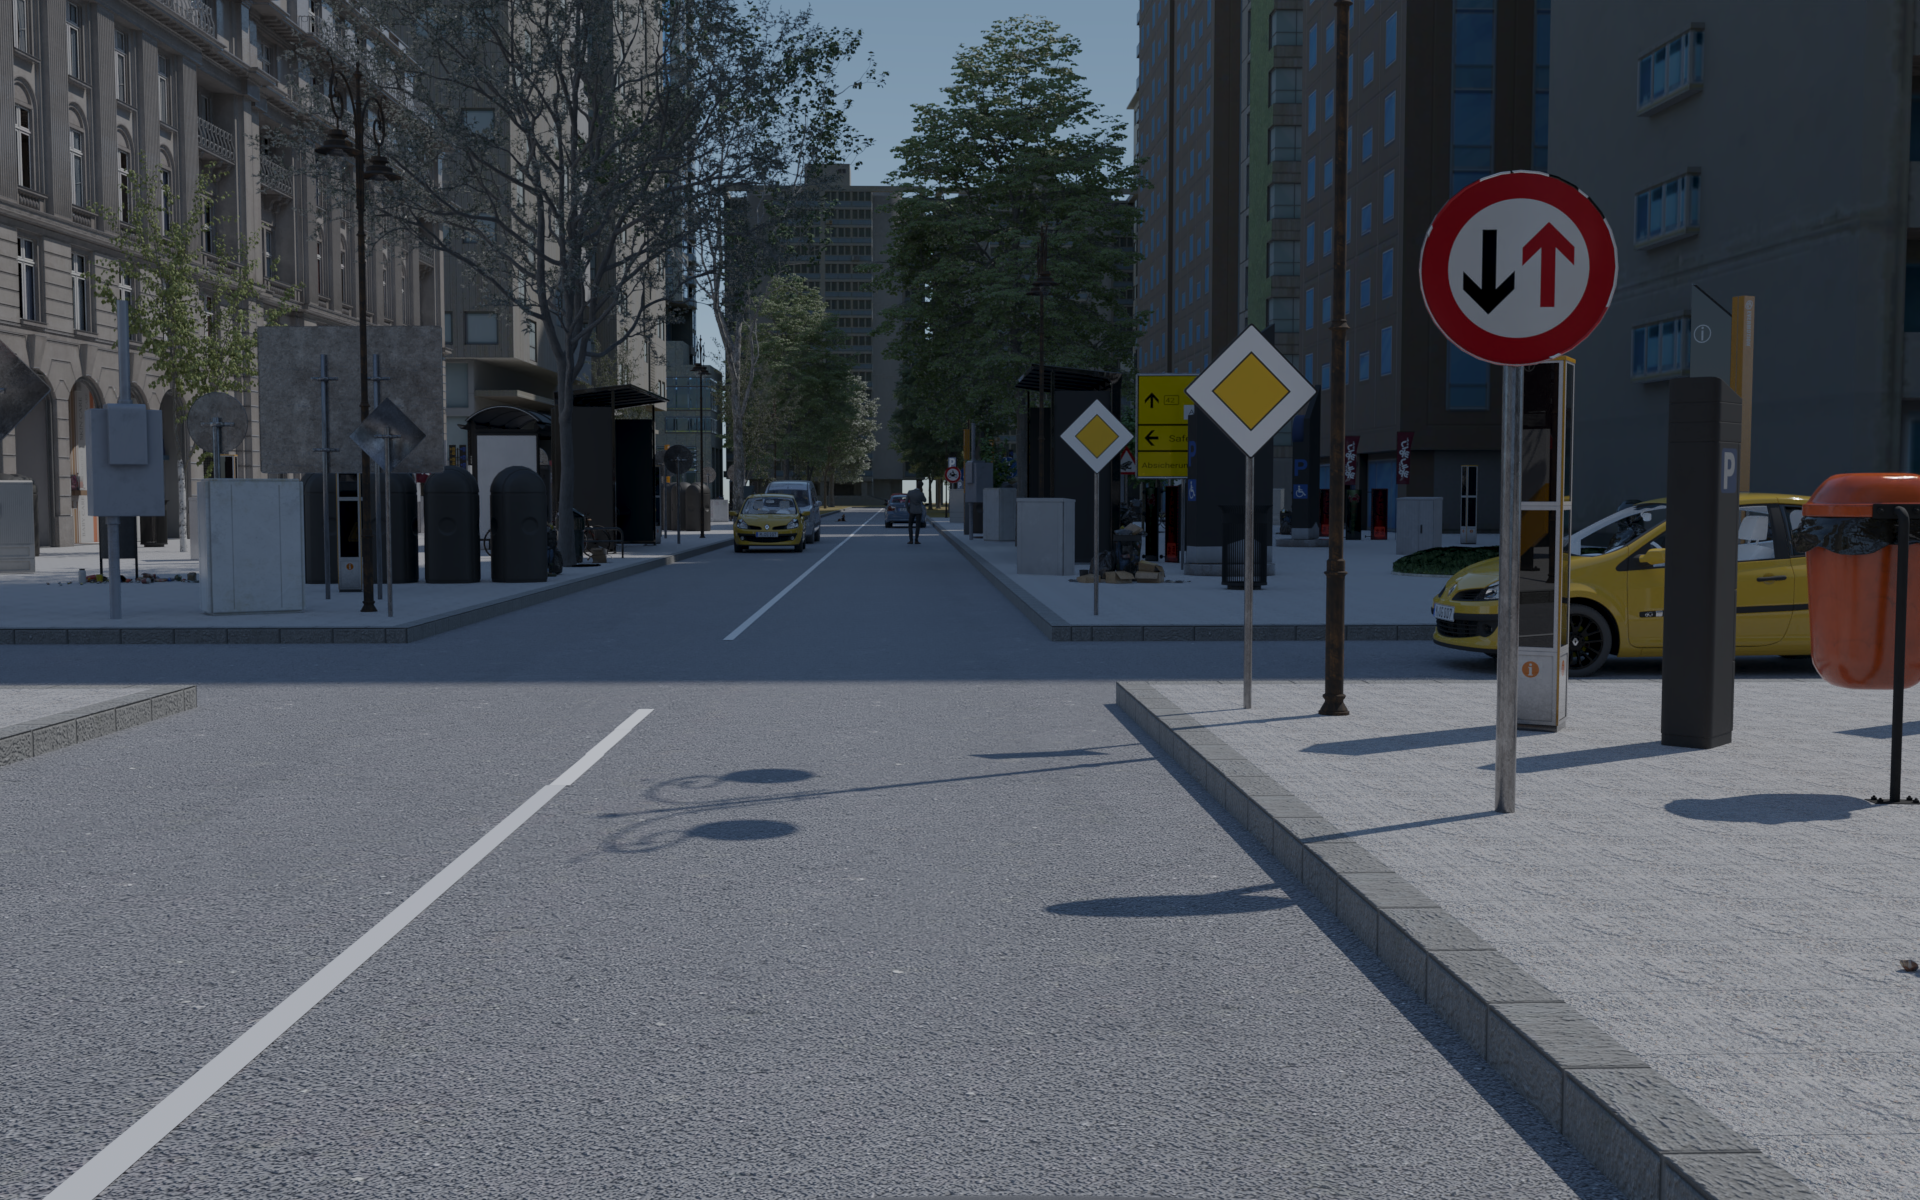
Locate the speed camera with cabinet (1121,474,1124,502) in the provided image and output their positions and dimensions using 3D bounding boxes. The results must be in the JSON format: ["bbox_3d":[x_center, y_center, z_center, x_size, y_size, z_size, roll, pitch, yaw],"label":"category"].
[{"bbox_3d":[3.896,-3.312,48.488,0.660,3.252,2.038,-1,4,-21],"label":"speed camera with cabinet"}]

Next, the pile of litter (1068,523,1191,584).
[{"bbox_3d":[2.477,-0.687,25.196,1.719,0.858,1.176,1,4,21],"label":"pile of litter"}]

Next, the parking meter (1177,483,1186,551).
[{"bbox_3d":[5.065,-1.876,39.086,0.372,1.533,0.369,0,3,0],"label":"parking meter"}]

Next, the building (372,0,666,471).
[{"bbox_3d":[-38.602,-33.644,139.321,27.495,52.752,28.713,0,4,-2],"label":"building"}]

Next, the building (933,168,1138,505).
[{"bbox_3d":[8.423,-31.550,207.726,23.993,40.220,32.217,0,4,-2],"label":"building"}]

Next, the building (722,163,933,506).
[{"bbox_3d":[-15.773,-31.461,206.262,23.993,40.220,32.217,0,4,-2],"label":"building"}]

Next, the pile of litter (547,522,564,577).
[{"bbox_3d":[-6.792,-0.806,27.142,1.176,0.858,1.719,1,4,11],"label":"pile of litter"}]

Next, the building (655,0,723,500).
[{"bbox_3d":[-43.350,-54.142,197.894,31.000,86.520,22.319,0,4,-2],"label":"building"}]

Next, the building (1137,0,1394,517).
[{"bbox_3d":[19.957,-28.598,117.690,14.600,45.320,14.200,0,4,-2],"label":"building"}]

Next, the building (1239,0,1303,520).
[{"bbox_3d":[20.636,-24.466,83.610,14.154,41.232,14.086,0,4,-2],"label":"building"}]

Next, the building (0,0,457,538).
[{"bbox_3d":[-28.727,-13.735,66.359,13.314,21.916,24.055,0,4,-2],"label":"building"}]

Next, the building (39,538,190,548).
[{"bbox_3d":[-27.538,-12.268,42.376,13.314,21.916,24.055,0,4,-2],"label":"building"}]

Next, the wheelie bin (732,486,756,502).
[{"bbox_3d":[-8.396,-3.621,67.118,0.693,1.594,0.980,-3,5,-41],"label":"wheelie bin"}]

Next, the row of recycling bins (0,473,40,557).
[{"bbox_3d":[-19.126,-1.653,34.136,1.069,1.692,3.534,0,4,-7],"label":"row of recycling bins"}]

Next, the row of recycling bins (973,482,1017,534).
[{"bbox_3d":[1.694,-3.078,57.441,1.069,1.692,3.534,3,5,41],"label":"row of recycling bins"}]

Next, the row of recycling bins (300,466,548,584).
[{"bbox_3d":[-7.782,-1.102,25.130,3.534,1.692,1.069,0,4,-6],"label":"row of recycling bins"}]

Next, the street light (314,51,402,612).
[{"bbox_3d":[-6.447,-2.809,18.712,0.468,5.910,1.993,0,4,-2],"label":"street light"}]

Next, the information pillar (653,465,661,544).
[{"bbox_3d":[-7.890,-2.444,44.452,0.304,2.012,0.304,1,4,22],"label":"information pillar"}]

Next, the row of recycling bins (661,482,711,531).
[{"bbox_3d":[-9.803,-3.289,60.888,1.069,1.692,3.534,-2,4,-33],"label":"row of recycling bins"}]

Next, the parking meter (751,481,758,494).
[{"bbox_3d":[-9.436,-4.522,79.642,0.255,1.863,0.399,-1,4,-17],"label":"parking meter"}]

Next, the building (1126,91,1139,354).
[{"bbox_3d":[35.197,-37.714,205.854,27.495,52.752,28.713,0,4,-2],"label":"building"}]

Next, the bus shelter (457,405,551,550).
[{"bbox_3d":[-10.512,-2.954,42.217,2.014,3.302,5.546,0,4,-2],"label":"bus shelter"}]

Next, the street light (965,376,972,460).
[{"bbox_3d":[0.308,-5.443,61.786,0.468,5.910,1.993,0,4,-2],"label":"street light"}]

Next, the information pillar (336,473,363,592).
[{"bbox_3d":[-7.980,-1.112,22.679,0.304,2.012,0.304,-1,4,-11],"label":"information pillar"}]

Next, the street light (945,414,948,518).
[{"bbox_3d":[-0.737,-7.353,93.009,0.468,5.910,1.993,0,4,-2],"label":"street light"}]

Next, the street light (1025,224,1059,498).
[{"bbox_3d":[1.413,-3.500,30.009,0.468,5.910,1.993,0,4,-2],"label":"street light"}]

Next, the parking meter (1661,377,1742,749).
[{"bbox_3d":[3.793,-0.192,8.858,0.255,1.863,0.399,3,5,42],"label":"parking meter"}]

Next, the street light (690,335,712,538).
[{"bbox_3d":[-7.530,-4.750,50.451,0.468,5.910,1.993,0,4,-2],"label":"street light"}]

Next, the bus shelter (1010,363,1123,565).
[{"bbox_3d":[2.039,-2.630,34.284,1.731,3.624,6.357,0,4,-2],"label":"bus shelter"}]

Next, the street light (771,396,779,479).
[{"bbox_3d":[-8.717,-6.659,81.668,0.468,5.910,1.993,0,4,-2],"label":"street light"}]

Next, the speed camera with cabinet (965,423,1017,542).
[{"bbox_3d":[0.854,-3.264,47.703,0.660,3.252,2.038,-2,4,-27],"label":"speed camera with cabinet"}]

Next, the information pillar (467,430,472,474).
[{"bbox_3d":[-14.107,-3.610,50.379,0.183,3.616,0.504,2,4,24],"label":"information pillar"}]

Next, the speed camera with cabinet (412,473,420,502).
[{"bbox_3d":[-17.311,-3.527,52.004,2.038,3.252,0.660,0,4,-8],"label":"speed camera with cabinet"}]

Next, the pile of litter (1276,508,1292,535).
[{"bbox_3d":[10.569,-2.500,54.845,1.176,0.858,1.719,1,4,17],"label":"pile of litter"}]

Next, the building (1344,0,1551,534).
[{"bbox_3d":[20.684,-25.154,61.372,14.600,45.320,14.200,0,4,-2],"label":"building"}]

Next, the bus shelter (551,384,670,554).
[{"bbox_3d":[-7.971,-2.981,40.016,1.731,3.624,6.357,0,4,-2],"label":"bus shelter"}]

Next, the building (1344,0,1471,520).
[{"bbox_3d":[20.738,-27.730,103.502,14.600,45.320,14.200,0,4,-2],"label":"building"}]

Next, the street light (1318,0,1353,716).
[{"bbox_3d":[2.179,-2.271,9.915,0.468,5.910,1.993,0,4,-2],"label":"street light"}]

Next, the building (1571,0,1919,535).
[{"bbox_3d":[26.033,-25.492,40.500,21.600,48.544,21.300,0,4,-2],"label":"building"}]

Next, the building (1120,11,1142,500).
[{"bbox_3d":[22.653,-50.546,139.097,22.319,86.520,31.000,0,4,-2],"label":"building"}]

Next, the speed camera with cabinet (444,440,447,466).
[{"bbox_3d":[-18.528,-4.195,62.926,0.660,3.252,2.038,-1,4,-13],"label":"speed camera with cabinet"}]

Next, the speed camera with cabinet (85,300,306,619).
[{"bbox_3d":[-8.075,-1.466,18.308,2.038,3.252,0.660,-2,4,-33],"label":"speed camera with cabinet"}]

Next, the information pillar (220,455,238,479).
[{"bbox_3d":[-13.645,-1.702,32.317,0.304,2.012,0.304,-1,4,-12],"label":"information pillar"}]
